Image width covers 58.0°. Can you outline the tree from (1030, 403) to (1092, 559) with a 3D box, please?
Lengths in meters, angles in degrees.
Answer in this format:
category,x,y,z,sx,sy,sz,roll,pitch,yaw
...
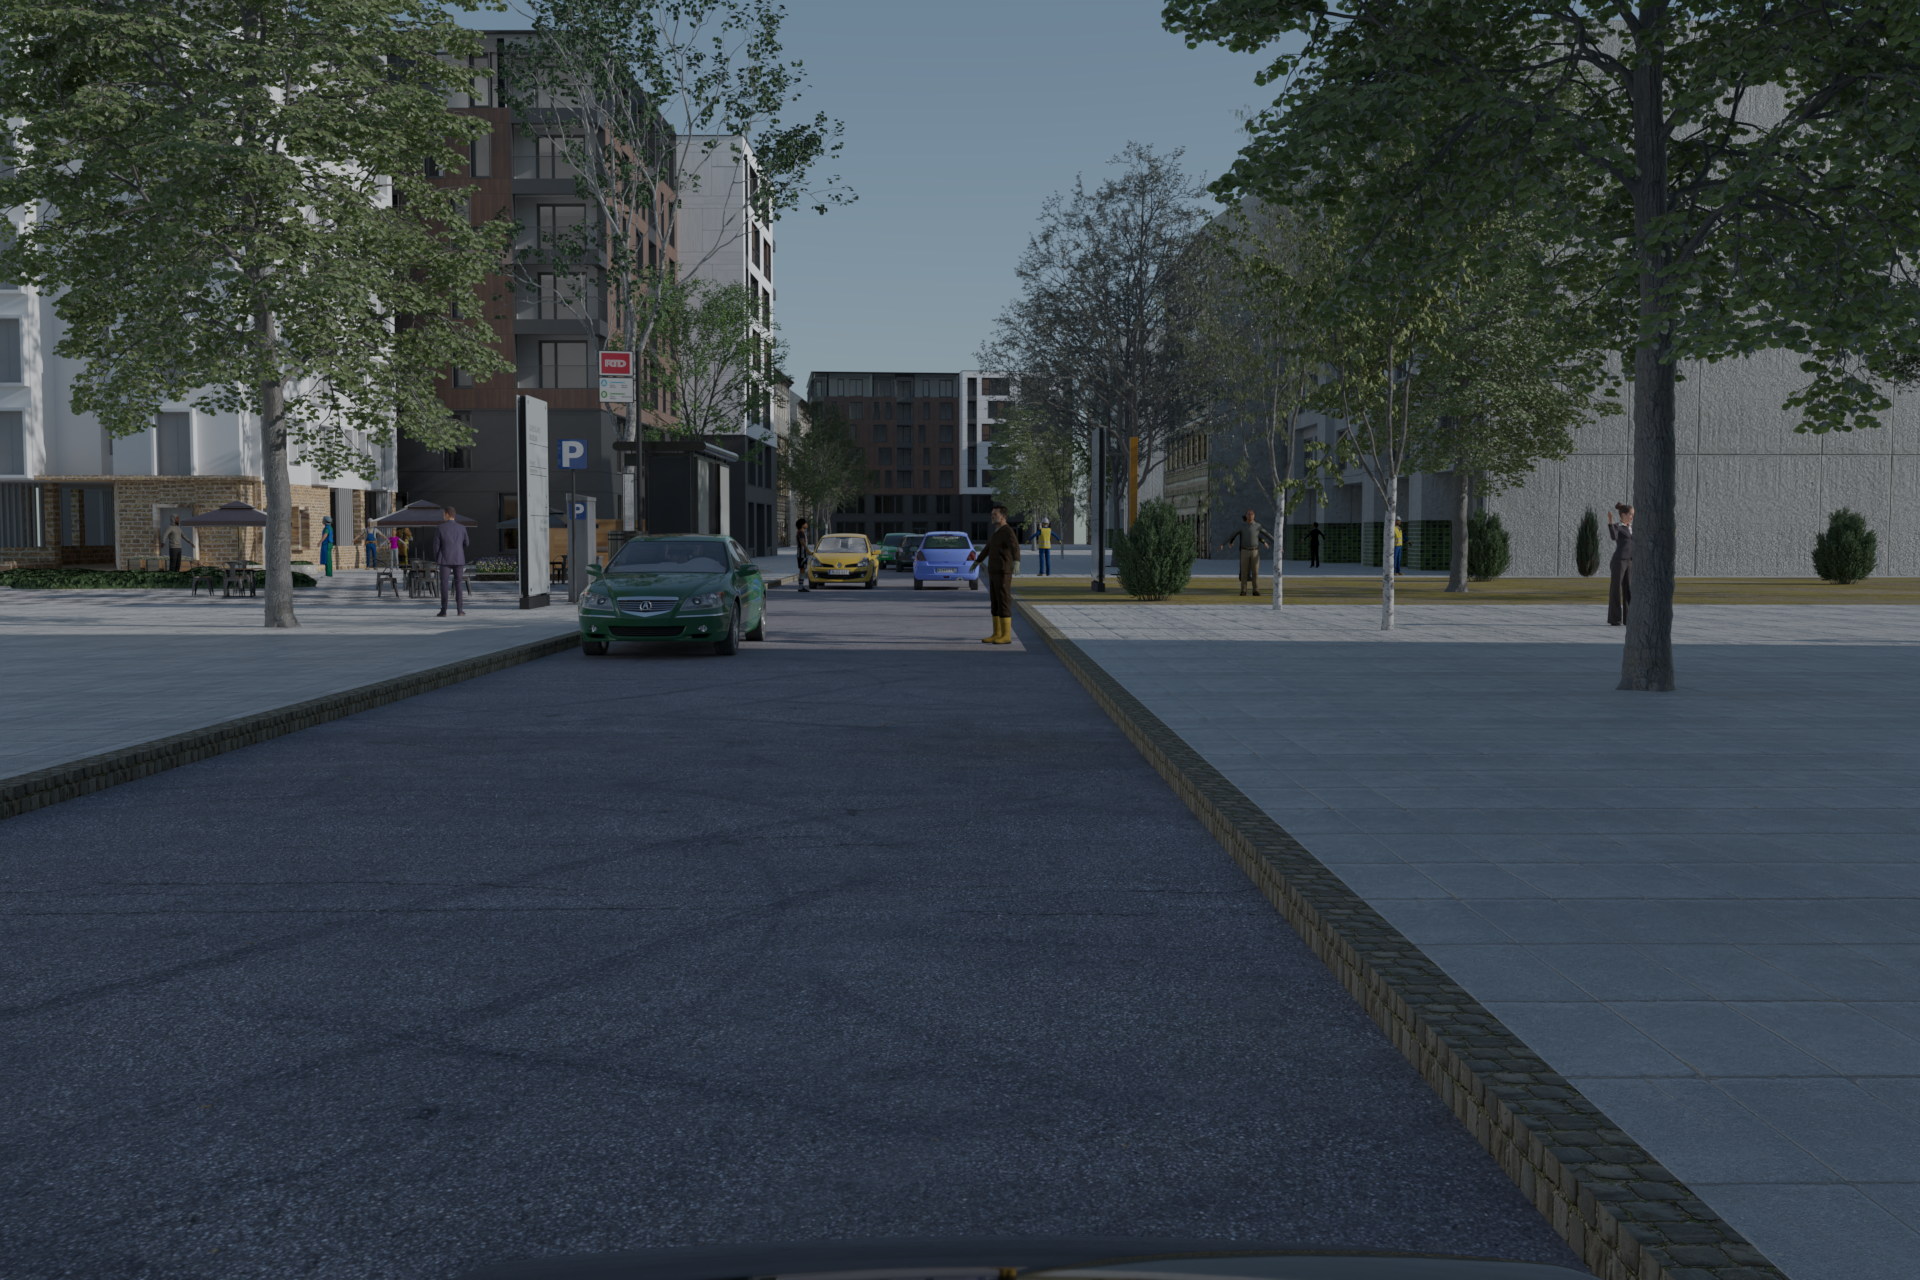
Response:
category,x,y,z,sx,sy,sz,roll,pitch,yaw
tree,5.128,-8.430,88.192,4.360,8.622,3.978,0,3,0

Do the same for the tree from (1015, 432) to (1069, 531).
category,x,y,z,sx,sy,sz,roll,pitch,yaw
tree,5.531,-10.325,119.173,4.737,8.622,4.395,0,3,0

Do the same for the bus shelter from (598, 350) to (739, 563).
category,x,y,z,sx,sy,sz,roll,pitch,yaw
bus shelter,-6.808,-3.848,40.554,2.179,5.291,8.768,0,4,0

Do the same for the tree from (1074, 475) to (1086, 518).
category,x,y,z,sx,sy,sz,roll,pitch,yaw
tree,17.915,-17.774,225.023,7.601,10.594,8.767,0,4,5

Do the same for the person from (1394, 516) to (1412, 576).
category,x,y,z,sx,sy,sz,roll,pitch,yaw
person,13.494,-2.905,53.459,1.349,1.833,0.705,-3,5,-44

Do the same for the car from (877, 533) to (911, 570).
category,x,y,z,sx,sy,sz,roll,pitch,yaw
car,-2.421,-3.813,71.139,1.959,1.807,4.718,0,4,-1

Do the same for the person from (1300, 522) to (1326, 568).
category,x,y,z,sx,sy,sz,roll,pitch,yaw
person,13.456,-3.621,65.926,1.216,1.740,0.721,-2,4,-29

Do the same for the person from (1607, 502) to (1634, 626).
category,x,y,z,sx,sy,sz,roll,pitch,yaw
person,9.227,-1.053,24.066,0.445,1.727,0.742,2,4,30

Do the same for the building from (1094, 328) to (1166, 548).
category,x,y,z,sx,sy,sz,roll,pitch,yaw
building,21.776,-17.784,157.231,16.747,18.905,31.486,0,4,0

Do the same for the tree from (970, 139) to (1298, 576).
category,x,y,z,sx,sy,sz,roll,pitch,yaw
tree,5.377,-8.741,53.285,12.009,13.543,11.850,0,3,0

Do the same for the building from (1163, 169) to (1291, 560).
category,x,y,z,sx,sy,sz,roll,pitch,yaw
building,21.568,-16.131,94.675,19.493,23.208,18.063,0,4,0

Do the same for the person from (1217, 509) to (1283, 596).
category,x,y,z,sx,sy,sz,roll,pitch,yaw
person,6.017,-1.814,35.930,1.348,1.796,0.705,0,4,6

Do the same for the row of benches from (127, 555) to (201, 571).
category,x,y,z,sx,sy,sz,roll,pitch,yaw
row of benches,-23.176,-2.132,50.315,1.422,0.672,4.104,-3,5,-45

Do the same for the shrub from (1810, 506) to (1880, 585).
category,x,y,z,sx,sy,sz,roll,pitch,yaw
shrub,22.581,-2.434,44.216,1.690,2.028,1.600,0,3,0

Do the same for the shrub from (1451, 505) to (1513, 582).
category,x,y,z,sx,sy,sz,roll,pitch,yaw
shrub,14.118,-2.620,46.874,1.661,2.075,1.752,0,3,0

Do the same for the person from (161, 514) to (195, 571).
category,x,y,z,sx,sy,sz,roll,pitch,yaw
person,-20.661,-2.417,45.645,0.705,1.813,1.348,1,4,11

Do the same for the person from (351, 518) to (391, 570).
category,x,y,z,sx,sy,sz,roll,pitch,yaw
person,-21.114,-3.438,62.072,1.347,1.847,0.705,-1,4,-18

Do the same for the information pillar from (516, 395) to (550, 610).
category,x,y,z,sx,sy,sz,roll,pitch,yaw
information pillar,-7.412,-2.373,30.106,0.184,3.620,1.656,0,4,-1

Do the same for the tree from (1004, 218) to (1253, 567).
category,x,y,z,sx,sy,sz,roll,pitch,yaw
tree,6.153,-9.571,66.853,12.009,13.543,11.850,0,3,0

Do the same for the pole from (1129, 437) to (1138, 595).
category,x,y,z,sx,sy,sz,roll,pitch,yaw
pole,3.657,-2.612,36.546,0.158,3.312,0.155,0,3,0

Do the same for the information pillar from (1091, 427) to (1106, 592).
category,x,y,z,sx,sy,sz,roll,pitch,yaw
information pillar,3.112,-2.913,38.947,0.184,3.620,1.656,0,4,-1

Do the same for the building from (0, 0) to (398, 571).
category,x,y,z,sx,sy,sz,roll,pitch,yaw
building,-27.152,-12.162,55.267,16.016,20.090,11.380,0,4,-1

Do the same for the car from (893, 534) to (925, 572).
category,x,y,z,sx,sy,sz,roll,pitch,yaw
car,-1.578,-3.462,66.390,2.009,1.686,4.222,0,4,-1

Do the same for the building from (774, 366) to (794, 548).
category,x,y,z,sx,sy,sz,roll,pitch,yaw
building,-26.304,-20.344,163.554,19.493,23.208,18.063,0,4,1

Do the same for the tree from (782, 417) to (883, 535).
category,x,y,z,sx,sy,sz,roll,pitch,yaw
tree,-10.281,-12.403,137.200,8.767,10.594,7.601,-1,4,-10

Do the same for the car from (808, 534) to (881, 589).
category,x,y,z,sx,sy,sz,roll,pitch,yaw
car,-3.102,-2.210,46.358,2.015,1.641,3.980,0,4,0

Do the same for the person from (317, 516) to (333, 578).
category,x,y,z,sx,sy,sz,roll,pitch,yaw
person,-18.520,-2.721,50.617,0.704,1.817,1.347,0,4,-8

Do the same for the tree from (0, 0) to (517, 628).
category,x,y,z,sx,sy,sz,roll,pitch,yaw
tree,-9.737,-6.434,23.326,7.486,12.596,7.792,0,3,0

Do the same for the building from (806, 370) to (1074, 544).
category,x,y,z,sx,sy,sz,roll,pitch,yaw
building,-3.470,-23.335,227.965,32.646,21.610,27.936,0,4,-7

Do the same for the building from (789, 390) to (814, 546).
category,x,y,z,sx,sy,sz,roll,pitch,yaw
building,-27.301,-22.656,201.361,19.493,23.208,18.063,0,4,0

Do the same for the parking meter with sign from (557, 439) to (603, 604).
category,x,y,z,sx,sy,sz,roll,pitch,yaw
parking meter with sign,-7.127,-2.231,32.734,0.543,3.016,1.738,0,4,-1

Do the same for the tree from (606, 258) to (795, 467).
category,x,y,z,sx,sy,sz,roll,pitch,yaw
tree,-9.933,-8.587,66.160,9.928,11.665,9.643,0,3,0

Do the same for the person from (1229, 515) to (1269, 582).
category,x,y,z,sx,sy,sz,roll,pitch,yaw
person,7.761,-2.503,46.866,0.705,1.837,1.347,-3,5,-40

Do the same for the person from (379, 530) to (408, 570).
category,x,y,z,sx,sy,sz,roll,pitch,yaw
person,-19.994,-3.174,61.156,0.991,1.433,0.599,-1,4,-10

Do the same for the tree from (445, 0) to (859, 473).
category,x,y,z,sx,sy,sz,roll,pitch,yaw
tree,-9.526,-12.076,53.332,12.611,20.169,13.585,0,3,0

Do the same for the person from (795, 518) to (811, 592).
category,x,y,z,sx,sy,sz,roll,pitch,yaw
person,-3.873,-2.093,42.820,0.704,1.843,1.345,-1,4,-11

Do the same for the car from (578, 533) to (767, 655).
category,x,y,z,sx,sy,sz,roll,pitch,yaw
car,-3.544,-0.621,21.950,2.131,1.459,4.920,0,4,0

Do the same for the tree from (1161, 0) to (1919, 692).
category,x,y,z,sx,sy,sz,roll,pitch,yaw
tree,5.575,-5.886,14.361,7.486,12.596,7.792,0,3,0

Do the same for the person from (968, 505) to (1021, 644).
category,x,y,z,sx,sy,sz,roll,pitch,yaw
person,0.498,-0.858,22.621,0.704,1.812,1.346,-2,4,-25

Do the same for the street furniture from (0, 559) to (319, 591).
category,x,y,z,sx,sy,sz,roll,pitch,yaw
street furniture,-20.300,-1.558,41.097,10.072,0.657,5.734,0,4,-7

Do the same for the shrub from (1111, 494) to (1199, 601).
category,x,y,z,sx,sy,sz,roll,pitch,yaw
shrub,3.746,-1.786,33.245,1.661,2.075,1.752,0,3,0

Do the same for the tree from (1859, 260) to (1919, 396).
category,x,y,z,sx,sy,sz,roll,pitch,yaw
tree,22.276,-6.172,35.327,7.601,10.594,8.767,-1,4,-10

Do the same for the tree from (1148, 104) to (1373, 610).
category,x,y,z,sx,sy,sz,roll,pitch,yaw
tree,5.388,-4.801,28.851,4.360,8.622,3.978,0,3,0

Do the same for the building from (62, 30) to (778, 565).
category,x,y,z,sx,sy,sz,roll,pitch,yaw
building,-25.018,-14.863,86.986,27.936,21.610,32.646,0,4,1

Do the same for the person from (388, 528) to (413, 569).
category,x,y,z,sx,sy,sz,roll,pitch,yaw
person,-20.663,-3.570,64.139,1.354,1.858,0.705,2,4,34

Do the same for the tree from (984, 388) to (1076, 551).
category,x,y,z,sx,sy,sz,roll,pitch,yaw
tree,5.337,-12.953,129.912,7.486,12.596,7.792,0,3,0

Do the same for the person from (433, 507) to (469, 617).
category,x,y,z,sx,sy,sz,roll,pitch,yaw
person,-7.951,-1.231,27.084,0.541,1.710,0.530,-1,4,-20

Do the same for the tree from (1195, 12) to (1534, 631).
category,x,y,z,sx,sy,sz,roll,pitch,yaw
tree,5.584,-4.446,23.049,4.737,8.622,4.395,0,3,0

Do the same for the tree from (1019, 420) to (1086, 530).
category,x,y,z,sx,sy,sz,roll,pitch,yaw
tree,5.257,-9.697,108.911,4.360,8.622,3.978,0,3,0

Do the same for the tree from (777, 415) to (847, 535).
category,x,y,z,sx,sy,sz,roll,pitch,yaw
tree,-9.282,-9.551,106.516,4.737,8.622,4.395,0,3,0

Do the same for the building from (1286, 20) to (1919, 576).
category,x,y,z,sx,sy,sz,roll,pitch,yaw
building,24.415,-12.352,68.413,16.747,18.905,31.486,0,4,0

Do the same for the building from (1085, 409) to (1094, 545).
category,x,y,z,sx,sy,sz,roll,pitch,yaw
building,24.818,-22.757,203.009,19.493,23.208,18.063,0,4,0

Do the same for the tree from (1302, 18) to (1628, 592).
category,x,y,z,sx,sy,sz,roll,pitch,yaw
tree,11.173,-7.352,38.336,7.486,12.596,7.792,0,3,0

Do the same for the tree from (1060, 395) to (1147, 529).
category,x,y,z,sx,sy,sz,roll,pitch,yaw
tree,6.211,-7.735,76.825,4.737,8.622,4.395,0,3,0

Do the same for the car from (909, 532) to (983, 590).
category,x,y,z,sx,sy,sz,roll,pitch,yaw
car,-0.368,-2.200,45.562,1.945,1.707,3.694,0,4,-1

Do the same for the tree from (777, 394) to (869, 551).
category,x,y,z,sx,sy,sz,roll,pitch,yaw
tree,-9.796,-11.099,115.874,8.767,10.594,7.601,1,4,12

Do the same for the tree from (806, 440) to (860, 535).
category,x,y,z,sx,sy,sz,roll,pitch,yaw
tree,-10.192,-10.936,129.163,4.360,8.622,3.978,0,3,0

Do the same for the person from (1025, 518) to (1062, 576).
category,x,y,z,sx,sy,sz,roll,pitch,yaw
person,2.553,-2.838,52.860,1.216,1.772,0.721,-1,4,-20

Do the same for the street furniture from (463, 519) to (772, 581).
category,x,y,z,sx,sy,sz,roll,pitch,yaw
street furniture,-11.670,-2.742,51.688,11.010,1.723,9.812,-1,4,-15
